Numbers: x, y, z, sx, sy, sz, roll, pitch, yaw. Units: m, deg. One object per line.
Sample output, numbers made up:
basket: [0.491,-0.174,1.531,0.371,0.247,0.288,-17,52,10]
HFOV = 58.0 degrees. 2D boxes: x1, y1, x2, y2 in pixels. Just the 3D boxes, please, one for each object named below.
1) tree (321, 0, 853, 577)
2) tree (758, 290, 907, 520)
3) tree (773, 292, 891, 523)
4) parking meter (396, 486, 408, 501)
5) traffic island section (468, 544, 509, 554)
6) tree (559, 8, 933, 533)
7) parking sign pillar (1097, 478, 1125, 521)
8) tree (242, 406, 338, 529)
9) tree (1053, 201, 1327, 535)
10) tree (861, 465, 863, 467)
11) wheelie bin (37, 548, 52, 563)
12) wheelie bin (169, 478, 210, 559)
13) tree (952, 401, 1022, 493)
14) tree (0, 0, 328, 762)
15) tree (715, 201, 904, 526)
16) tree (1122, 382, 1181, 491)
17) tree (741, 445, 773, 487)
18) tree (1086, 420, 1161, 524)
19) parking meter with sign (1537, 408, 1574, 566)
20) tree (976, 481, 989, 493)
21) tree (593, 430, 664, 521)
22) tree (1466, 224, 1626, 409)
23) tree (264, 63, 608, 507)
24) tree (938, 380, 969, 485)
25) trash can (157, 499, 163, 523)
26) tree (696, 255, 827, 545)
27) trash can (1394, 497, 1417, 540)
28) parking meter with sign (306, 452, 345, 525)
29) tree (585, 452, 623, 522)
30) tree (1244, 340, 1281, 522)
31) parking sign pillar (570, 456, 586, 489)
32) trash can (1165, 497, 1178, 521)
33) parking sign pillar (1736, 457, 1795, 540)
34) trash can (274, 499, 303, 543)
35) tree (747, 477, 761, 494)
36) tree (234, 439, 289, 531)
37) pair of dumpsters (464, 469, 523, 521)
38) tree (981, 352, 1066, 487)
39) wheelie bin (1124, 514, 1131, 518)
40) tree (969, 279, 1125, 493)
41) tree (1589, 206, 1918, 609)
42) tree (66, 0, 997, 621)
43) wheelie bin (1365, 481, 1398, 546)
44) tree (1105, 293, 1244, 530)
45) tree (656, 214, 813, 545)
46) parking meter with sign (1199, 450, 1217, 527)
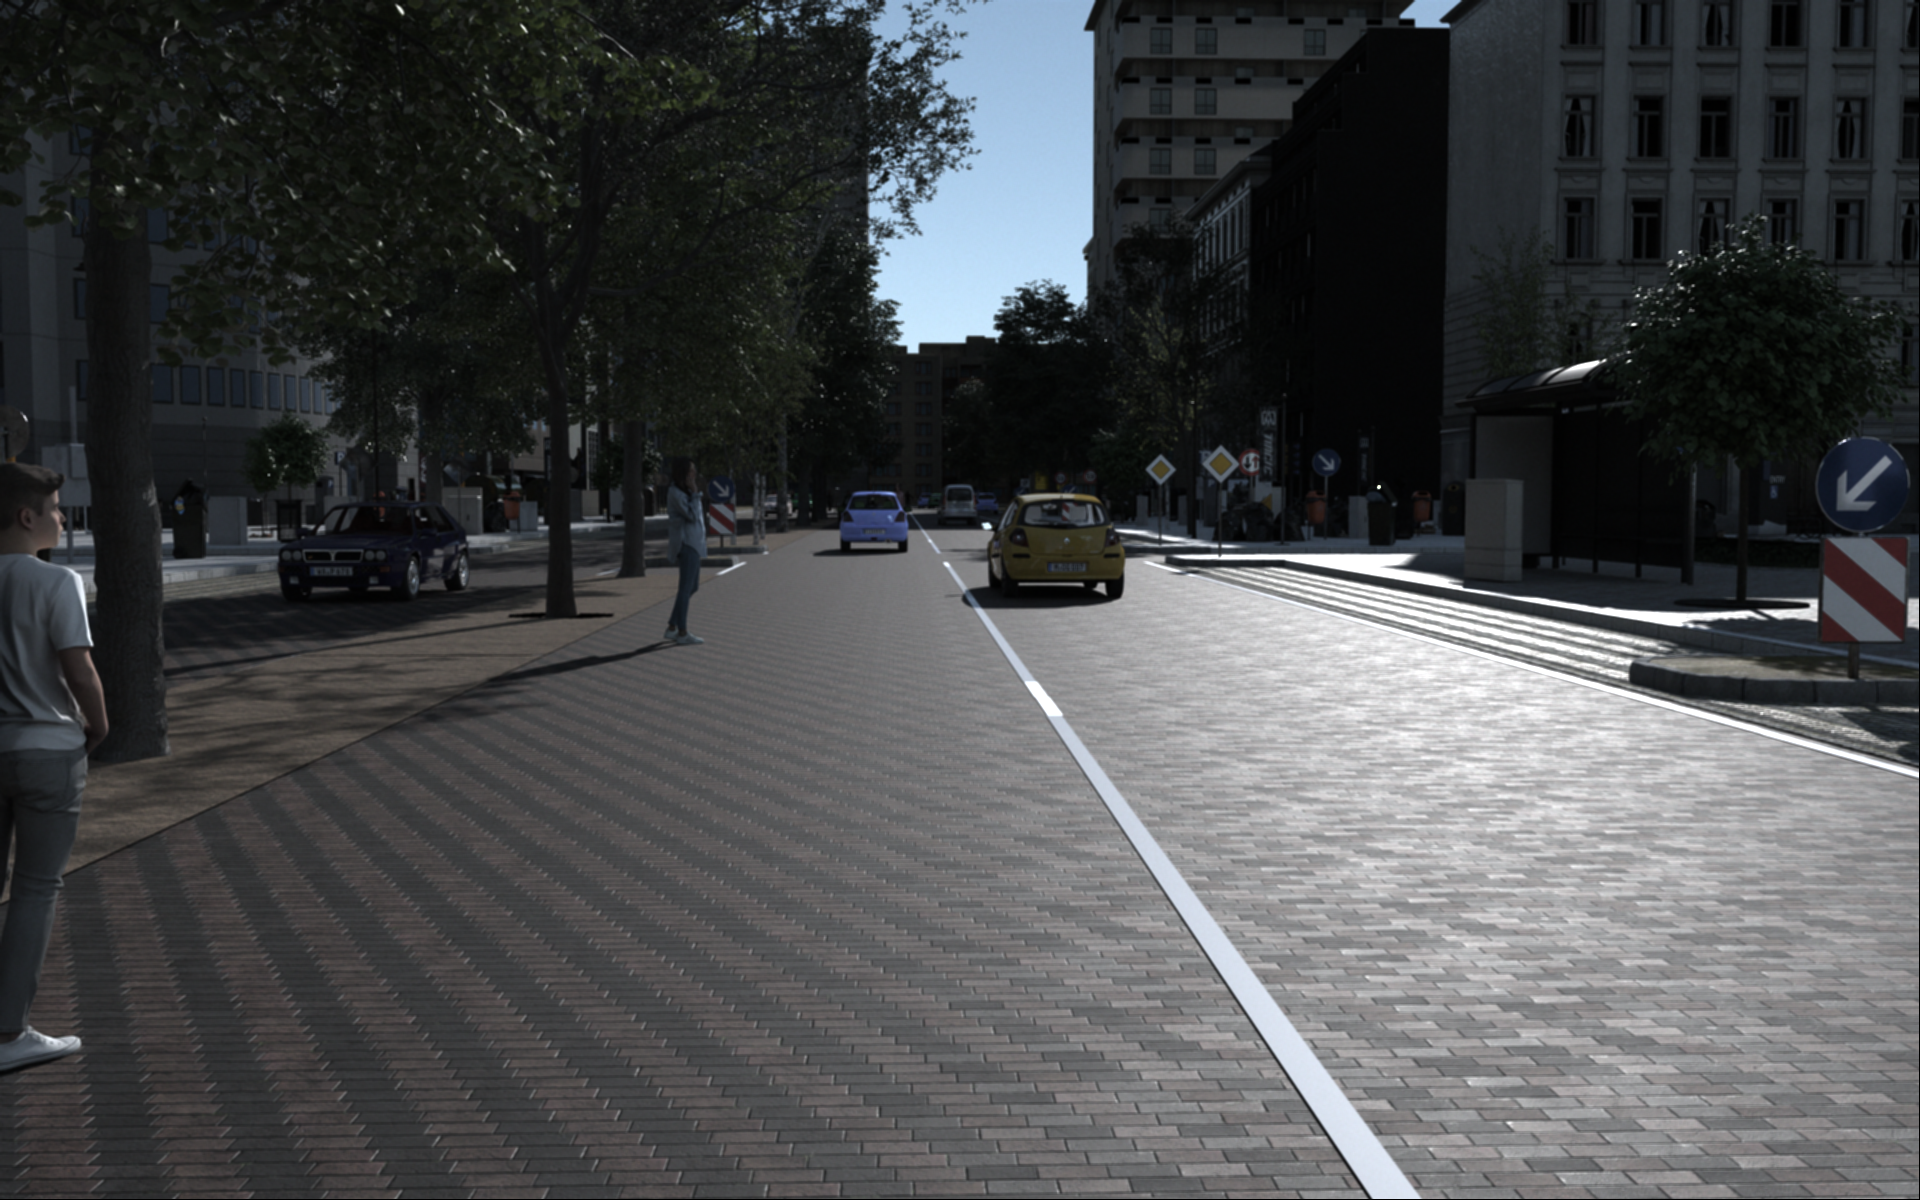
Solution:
tree: [-5.760,-6.689,29.944,7.486,12.596,7.792,0,3,0]
tree: [-7.776,-10.819,96.351,9.611,12.733,9.660,0,3,0]
tree: [-7.204,-9.684,86.547,9.928,11.665,9.643,0,3,0]
parking meter: [-18.260,-2.952,56.684,0.372,1.533,0.369,0,3,0]
traffic island section: [-12.280,-1.236,42.493,2.009,0.180,2.903,0,4,-2]
tree: [-7.777,-12.566,63.799,12.611,20.169,13.585,0,3,0]
parking sign pillar: [7.317,-5.844,84.019,1.447,3.967,1.447,1,4,13]
tree: [-25.020,-4.961,64.832,4.285,4.588,4.351,0,3,0]
tree: [7.312,-7.356,54.675,8.767,10.594,7.601,0,4,-4]
tree: [-8.380,-11.278,104.972,7.486,12.596,7.792,0,3,0]
wheelie bin: [-15.153,-1.239,28.173,0.693,1.594,0.980,2,4,33]
wheelie bin: [-15.341,-1.627,34.516,0.693,1.594,0.980,-1,4,-17]
tree: [3.063,-13.746,159.155,8.767,10.594,7.601,2,4,34]
tree: [-4.655,-5.437,9.475,7.486,12.596,7.792,0,3,0]
tree: [-6.932,-10.210,76.042,9.857,13.997,8.962,0,3,0]
tree: [12.163,-9.869,111.722,4.737,8.622,4.395,0,3,0]
tree: [-19.963,-14.877,177.645,8.767,10.594,7.601,3,4,38]
tree: [7.132,-5.599,75.257,4.285,4.588,4.351,0,3,0]
parking meter with sign: [10.056,-2.134,31.156,1.738,3.016,0.543,0,4,3]
tree: [2.513,-12.231,194.582,1.663,3.219,1.824,0,3,0]
tree: [-15.903,-6.072,82.995,4.285,4.588,4.351,0,3,0]
tree: [15.612,-5.921,47.173,4.737,8.622,4.395,0,3,0]
tree: [-15.286,-8.795,50.460,9.857,13.997,8.962,0,3,0]
tree: [2.204,-17.097,186.195,9.857,13.997,8.962,0,3,0]
trash can: [-25.250,-2.594,54.073,0.748,1.137,0.748,0,3,0]
tree: [-5.774,-5.870,48.797,4.360,8.622,3.978,0,3,0]
trash can: [12.504,-2.280,48.924,0.748,1.137,0.748,0,3,0]
parking meter with sign: [-26.374,-4.624,71.858,1.738,3.016,0.543,1,4,19]
tree: [-16.197,-5.187,79.416,1.663,3.219,1.824,0,3,0]
tree: [12.784,-7.842,78.583,4.360,8.622,3.978,0,3,0]
parking sign pillar: [-25.805,-7.795,115.919,1.447,3.967,1.447,3,5,39]
trash can: [10.057,-4.302,81.995,0.748,1.137,0.748,0,3,0]
parking sign pillar: [21.494,-3.525,46.110,1.447,3.967,1.447,-2,4,-34]
trash can: [-17.636,-2.072,45.536,0.748,1.137,0.748,0,3,0]
tree: [-20.075,-10.798,171.153,1.663,3.219,1.824,0,3,0]
tree: [-24.501,-4.078,61.274,1.663,3.219,1.824,0,3,0]
pair of dumpsters: [-17.507,-3.798,64.593,1.574,2.255,4.437,0,4,-2]
tree: [5.198,-13.277,135.198,7.486,12.596,7.792,0,3,0]
wheelie bin: [8.684,-5.149,92.095,0.693,1.594,0.980,-2,4,-32]
tree: [5.560,-11.963,102.253,9.857,13.997,8.962,0,3,0]
tree: [8.974,-2.216,19.952,4.285,4.588,4.351,0,3,0]
tree: [-4.579,-6.524,19.488,12.009,13.543,11.850,0,3,0]
wheelie bin: [10.483,-2.154,43.129,0.693,1.594,0.980,2,4,26]
tree: [7.346,-6.812,61.733,4.360,8.622,3.978,0,3,0]
tree: [-5.791,-5.586,44.153,4.737,8.622,4.395,0,3,0]
parking meter with sign: [9.766,-4.379,67.851,0.543,3.016,1.738,0,4,-1]
